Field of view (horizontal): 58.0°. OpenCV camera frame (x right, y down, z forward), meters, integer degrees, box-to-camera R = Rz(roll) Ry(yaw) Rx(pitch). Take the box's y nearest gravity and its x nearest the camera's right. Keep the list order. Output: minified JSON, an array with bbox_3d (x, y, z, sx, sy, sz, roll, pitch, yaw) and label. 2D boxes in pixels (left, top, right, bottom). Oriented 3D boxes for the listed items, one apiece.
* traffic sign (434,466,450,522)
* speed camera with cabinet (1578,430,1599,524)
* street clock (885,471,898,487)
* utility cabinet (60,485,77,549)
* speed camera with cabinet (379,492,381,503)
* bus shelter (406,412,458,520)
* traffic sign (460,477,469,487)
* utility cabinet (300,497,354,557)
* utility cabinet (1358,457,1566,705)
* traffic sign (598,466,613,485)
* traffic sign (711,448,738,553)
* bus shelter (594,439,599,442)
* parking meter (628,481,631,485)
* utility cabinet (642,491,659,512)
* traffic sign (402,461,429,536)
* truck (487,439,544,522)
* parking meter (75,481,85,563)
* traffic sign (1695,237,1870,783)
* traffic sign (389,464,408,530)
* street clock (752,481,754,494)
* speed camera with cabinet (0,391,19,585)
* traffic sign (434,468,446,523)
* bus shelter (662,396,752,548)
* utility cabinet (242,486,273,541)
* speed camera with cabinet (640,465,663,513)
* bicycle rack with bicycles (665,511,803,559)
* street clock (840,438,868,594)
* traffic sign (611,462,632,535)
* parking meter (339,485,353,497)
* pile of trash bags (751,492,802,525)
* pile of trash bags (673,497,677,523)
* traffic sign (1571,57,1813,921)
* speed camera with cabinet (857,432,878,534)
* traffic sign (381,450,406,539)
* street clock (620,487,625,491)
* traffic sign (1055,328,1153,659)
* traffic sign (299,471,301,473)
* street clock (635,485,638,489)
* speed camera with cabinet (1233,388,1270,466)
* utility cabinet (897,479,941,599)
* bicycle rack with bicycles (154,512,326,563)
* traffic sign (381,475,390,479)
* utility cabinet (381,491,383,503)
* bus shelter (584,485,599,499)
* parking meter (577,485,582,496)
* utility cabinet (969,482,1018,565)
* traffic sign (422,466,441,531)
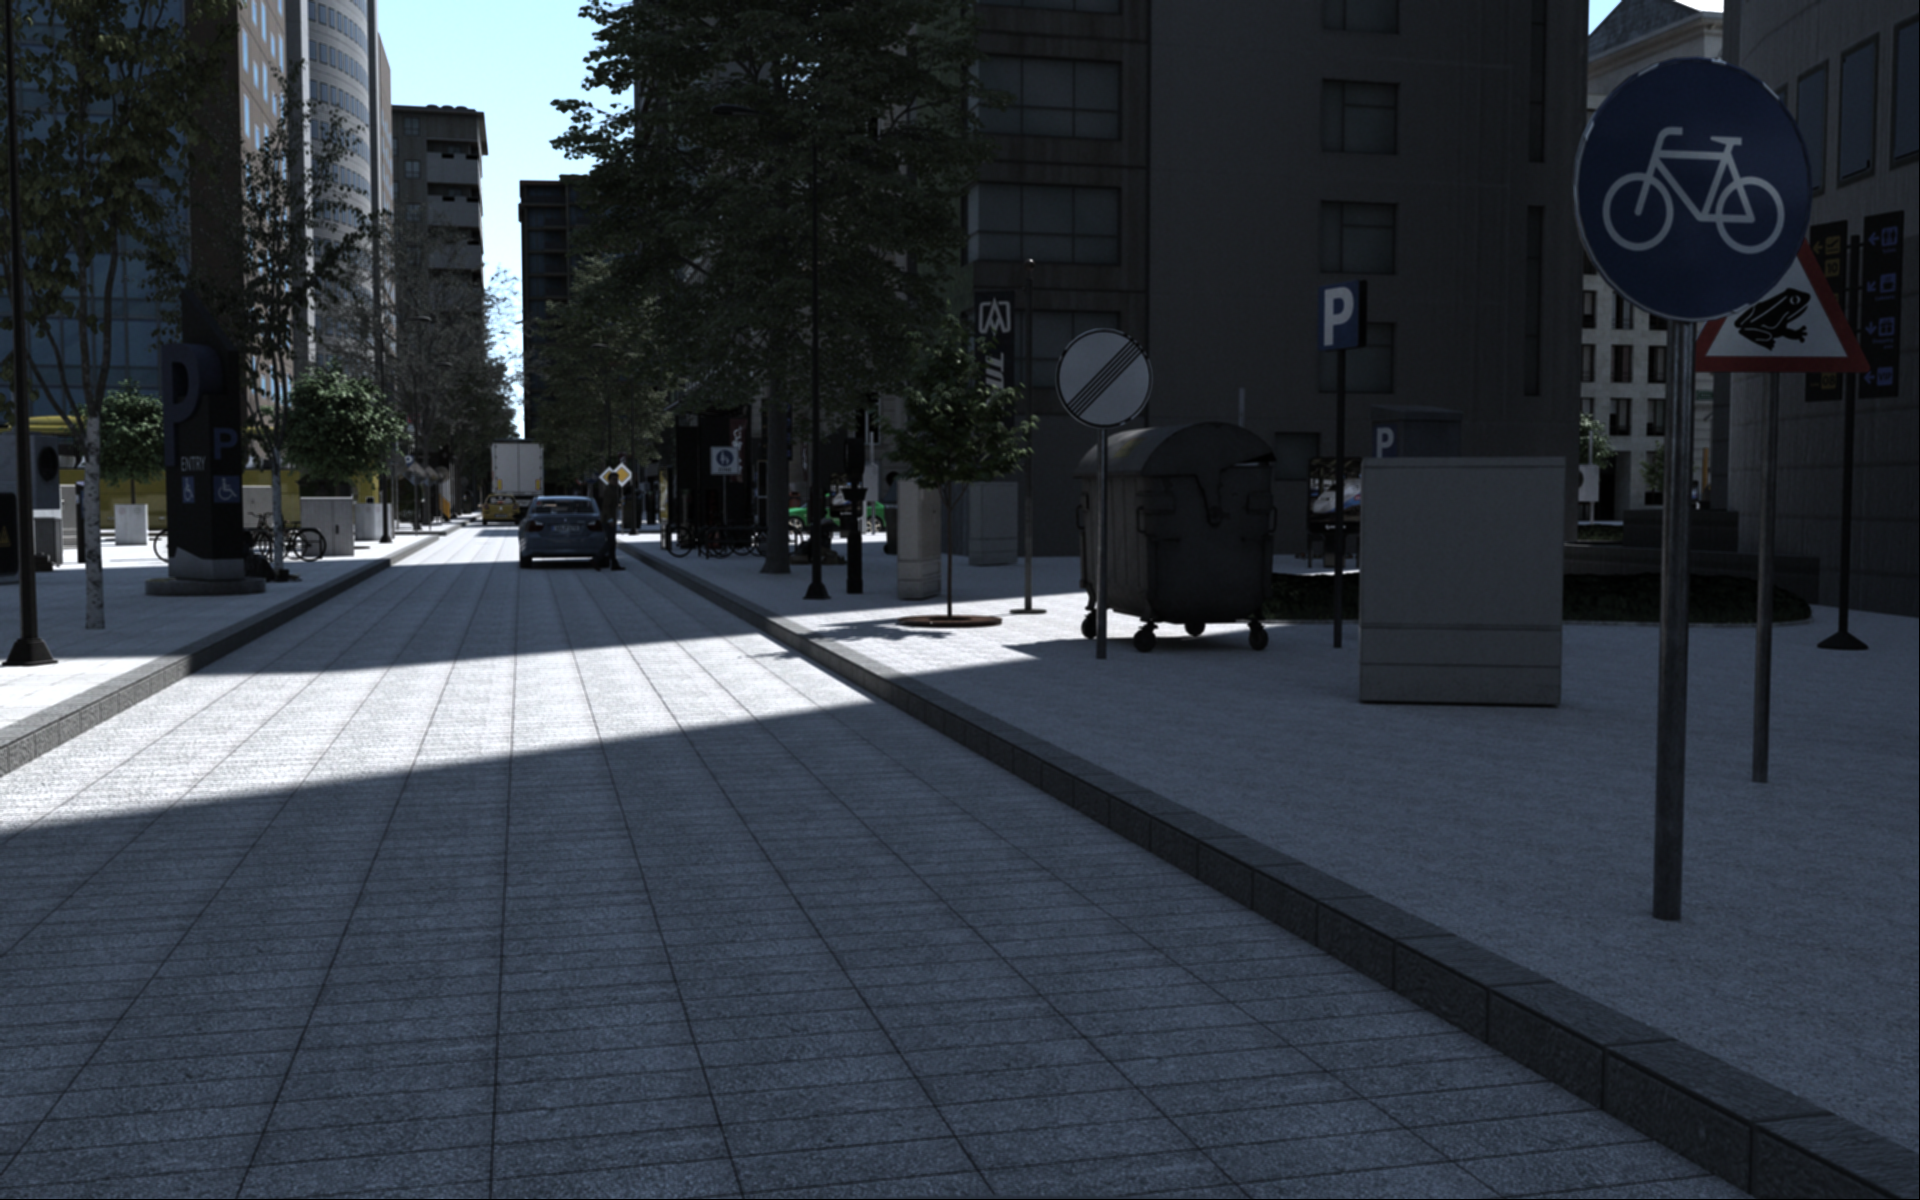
[{"bbox_3d":[-23.673,-4.828,79.051,0.768,2.556,0.104,0,4,-5],"label":"traffic sign"},{"bbox_3d":[19.165,-3.672,54.367,0.660,3.252,2.038,-1,4,-18],"label":"speed camera with cabinet"},{"bbox_3d":[-2.134,-3.107,55.370,0.471,2.002,0.358,-1,4,-9],"label":"street clock"},{"bbox_3d":[-20.913,-1.919,40.048,0.318,1.500,1.173,2,4,29],"label":"utility cabinet"},{"bbox_3d":[-41.943,-8.042,125.830,2.038,3.252,0.660,-2,4,-30],"label":"speed camera with cabinet"},{"bbox_3d":[-26.748,-6.744,87.889,2.179,5.291,8.768,-1,4,-14],"label":"bus shelter"},{"bbox_3d":[-36.562,-7.795,127.556,0.768,2.556,0.104,-1,4,-13],"label":"traffic sign"},{"bbox_3d":[-13.063,-1.504,35.760,1.020,1.237,0.306,-1,4,-19],"label":"utility cabinet"},{"bbox_3d":[3.047,-0.116,10.582,1.173,1.500,0.318,1,4,10],"label":"utility cabinet"},{"bbox_3d":[-12.572,-3.580,62.172,0.795,2.450,0.064,-1,4,-14],"label":"traffic sign"},{"bbox_3d":[-5.085,-2.163,37.495,0.606,2.300,0.079,-1,4,-9],"label":"traffic sign"},{"bbox_3d":[-26.310,-8.960,124.122,2.179,5.291,8.768,-1,4,-14],"label":"bus shelter"},{"bbox_3d":[-15.022,-4.447,78.426,0.255,1.863,0.399,-1,4,-9],"label":"parking meter"},{"bbox_3d":[-22.405,-7.127,125.207,1.173,1.500,0.318,-1,4,-18],"label":"utility cabinet"},{"bbox_3d":[-16.631,-3.015,52.939,0.795,2.450,0.064,-1,4,-14],"label":"traffic sign"},{"bbox_3d":[-23.943,-6.384,93.289,2.839,4.237,11.283,-1,4,-16],"label":"truck"},{"bbox_3d":[-16.270,-1.461,32.304,0.372,1.533,0.369,0,3,0],"label":"parking meter"},{"bbox_3d":[3.565,-0.467,7.644,0.884,2.594,0.081,0,4,-7],"label":"traffic sign"},{"bbox_3d":[-20.105,-3.776,61.844,0.768,2.556,0.104,0,4,-7],"label":"traffic sign"},{"bbox_3d":[-10.880,-5.379,92.521,0.358,2.002,0.471,3,5,44],"label":"street clock"},{"bbox_3d":[-13.781,-1.875,24.987,0.660,3.252,2.038,0,3,0],"label":"speed camera with cabinet"},{"bbox_3d":[-23.317,-4.650,77.208,0.795,2.450,0.064,-1,4,-12],"label":"traffic sign"},{"bbox_3d":[-6.536,-3.262,44.618,1.731,3.624,6.357,-1,4,-14],"label":"bus shelter"},{"bbox_3d":[-18.820,-2.270,45.796,1.173,1.500,0.318,-2,4,-30],"label":"utility cabinet"},{"bbox_3d":[-20.815,-7.568,118.079,0.660,3.252,2.038,-3,5,-39],"label":"speed camera with cabinet"},{"bbox_3d":[-4.510,-1.335,35.216,2.925,0.926,2.852,-1,4,-12],"label":"bicycle rack with bicycles"},{"bbox_3d":[-1.360,-1.085,22.309,0.358,2.002,0.471,-1,4,-10],"label":"street clock"},{"bbox_3d":[-10.619,-3.106,54.428,0.795,2.450,0.064,-1,4,-14],"label":"traffic sign"},{"bbox_3d":[-16.510,-2.332,46.546,0.372,1.533,0.369,0,3,0],"label":"parking meter"},{"bbox_3d":[-8.104,-3.709,70.389,3.447,1.369,1.912,-2,4,-24],"label":"pile of trash bags"},{"bbox_3d":[-11.779,-4.089,76.600,1.912,1.369,3.447,-1,4,-17],"label":"pile of trash bags"},{"bbox_3d":[2.141,-0.310,5.167,0.768,2.556,0.104,-1,4,-10],"label":"traffic sign"},{"bbox_3d":[-3.244,-3.748,55.620,0.660,3.252,2.038,-2,4,-23],"label":"speed camera with cabinet"},{"bbox_3d":[-16.229,-3.023,49.529,0.768,2.556,0.104,-1,4,-9],"label":"traffic sign"},{"bbox_3d":[-25.472,-7.813,132.314,0.358,2.002,0.471,3,5,44],"label":"street clock"},{"bbox_3d":[1.103,-0.815,13.427,0.768,2.556,0.104,-1,4,-9],"label":"traffic sign"},{"bbox_3d":[-18.940,-3.082,50.503,0.768,2.556,0.104,-1,4,-13],"label":"traffic sign"},{"bbox_3d":[-25.499,-8.015,135.608,0.471,2.002,0.358,-2,4,-24],"label":"street clock"},{"bbox_3d":[5.036,-2.281,31.634,0.660,3.252,2.038,2,4,32],"label":"speed camera with cabinet"},{"bbox_3d":[-0.486,-0.778,21.403,0.318,1.500,1.173,1,4,11],"label":"utility cabinet"},{"bbox_3d":[-13.483,-1.216,33.262,2.925,0.926,2.852,1,4,11],"label":"bicycle rack with bicycles"},{"bbox_3d":[-26.628,-4.942,80.911,0.768,2.556,0.104,0,4,-7],"label":"traffic sign"},{"bbox_3d":[-34.666,-5.852,104.359,0.318,1.500,1.173,-2,4,-26],"label":"utility cabinet"},{"bbox_3d":[-22.496,-7.030,106.227,1.731,3.624,6.357,-1,4,-14],"label":"bus shelter"},{"bbox_3d":[-25.583,-6.789,116.705,0.255,1.863,0.399,1,4,18],"label":"parking meter"},{"bbox_3d":[0.595,-1.380,31.248,0.318,1.500,1.173,2,4,34],"label":"utility cabinet"},{"bbox_3d":[-18.584,-3.489,60.682,0.795,2.450,0.064,-1,4,-14],"label":"traffic sign"}]
